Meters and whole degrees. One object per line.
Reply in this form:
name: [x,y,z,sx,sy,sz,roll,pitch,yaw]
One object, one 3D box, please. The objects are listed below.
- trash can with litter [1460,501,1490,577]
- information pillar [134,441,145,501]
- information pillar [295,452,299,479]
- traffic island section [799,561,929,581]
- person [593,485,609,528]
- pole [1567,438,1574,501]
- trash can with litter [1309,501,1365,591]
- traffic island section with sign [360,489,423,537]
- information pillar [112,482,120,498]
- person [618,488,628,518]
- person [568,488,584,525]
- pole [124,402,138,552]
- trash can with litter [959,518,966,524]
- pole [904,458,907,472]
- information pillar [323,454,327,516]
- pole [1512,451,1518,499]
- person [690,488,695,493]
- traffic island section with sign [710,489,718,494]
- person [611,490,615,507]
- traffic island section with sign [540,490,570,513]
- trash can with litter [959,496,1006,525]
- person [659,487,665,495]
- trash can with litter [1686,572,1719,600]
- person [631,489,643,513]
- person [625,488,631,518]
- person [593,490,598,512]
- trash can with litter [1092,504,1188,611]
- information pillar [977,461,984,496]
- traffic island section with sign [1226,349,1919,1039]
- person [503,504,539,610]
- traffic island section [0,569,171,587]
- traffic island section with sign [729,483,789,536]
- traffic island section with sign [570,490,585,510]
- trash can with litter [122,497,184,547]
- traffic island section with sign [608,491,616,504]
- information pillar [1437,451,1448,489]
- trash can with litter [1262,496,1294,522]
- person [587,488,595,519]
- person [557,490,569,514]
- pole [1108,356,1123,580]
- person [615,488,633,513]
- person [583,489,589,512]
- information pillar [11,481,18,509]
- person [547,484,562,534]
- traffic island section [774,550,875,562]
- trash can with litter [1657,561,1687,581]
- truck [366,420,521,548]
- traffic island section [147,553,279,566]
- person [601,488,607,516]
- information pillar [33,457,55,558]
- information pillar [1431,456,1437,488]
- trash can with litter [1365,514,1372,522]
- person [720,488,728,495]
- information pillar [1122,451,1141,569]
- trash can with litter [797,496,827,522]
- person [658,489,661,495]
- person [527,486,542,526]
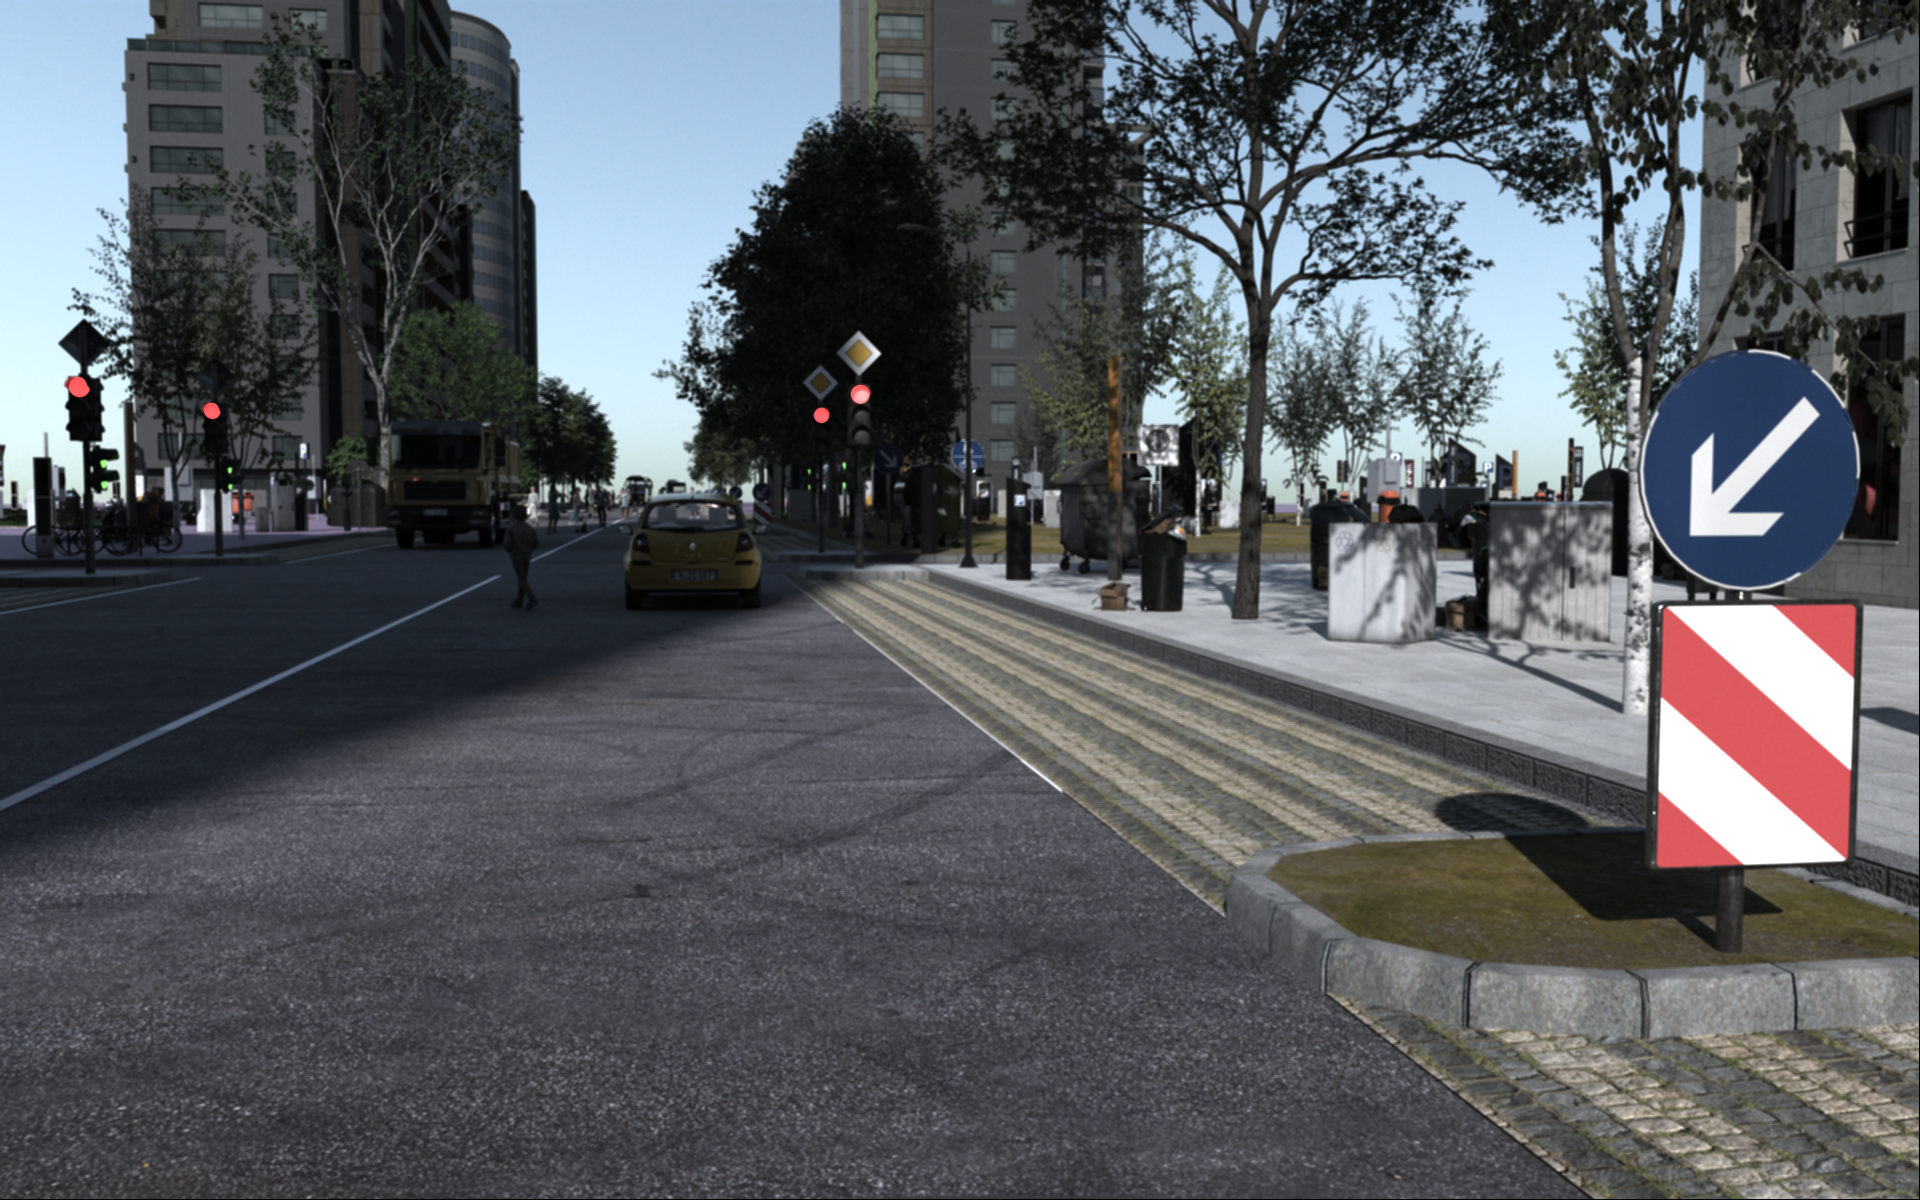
trash can with litter: [8.286,-0.936,26.683,1.055,1.170,0.624,-2,4,-28]
information pillar: [-36.407,-5.227,76.816,0.504,3.616,0.183,1,4,13]
information pillar: [-36.891,-6.428,96.459,0.183,3.616,0.504,0,4,-8]
traffic island section: [-1.717,-0.469,29.944,2.009,0.180,2.903,-1,4,-9]
person: [-15.161,-3.946,73.195,0.592,1.802,0.473,1,4,20]
pole: [22.284,-4.244,63.227,0.158,3.312,0.155,0,3,0]
trash can with litter: [5.031,-0.730,23.321,0.624,1.170,1.055,0,4,7]
traffic island section with sign: [-19.032,-3.041,58.341,1.989,1.847,2.006,-1,4,-9]
information pillar: [-50.697,-6.092,104.101,0.304,2.012,0.304,1,4,13]
person: [-20.249,-5.829,103.896,0.616,1.811,0.778,-2,4,-34]
person: [-17.617,-4.291,79.497,0.643,1.720,0.563,1,4,11]
pole: [-18.429,-2.730,38.481,0.158,3.312,0.155,0,3,0]
trash can with litter: [-0.184,-3.815,73.761,1.055,1.170,0.624,2,4,32]
pole: [-2.828,-5.879,89.972,0.158,3.312,0.155,0,3,0]
information pillar: [-36.725,-6.657,100.193,0.183,3.616,0.504,-1,4,-14]
pole: [26.089,-5.359,81.471,0.158,3.312,0.155,0,3,0]
person: [-15.784,-5.778,102.994,0.620,1.820,0.660,-3,5,-44]
traffic island section with sign: [-11.379,-4.787,86.902,1.989,1.847,2.006,-1,4,-9]
person: [-37.018,-10.759,184.278,0.599,1.838,0.709,-2,4,-28]
traffic island section with sign: [-31.412,-7.660,133.865,1.989,1.847,2.006,-1,4,-9]
trash can with litter: [0.877,-3.705,71.635,2.233,1.210,1.678,3,4,39]
person: [-14.586,-4.637,84.669,0.624,1.780,0.694,-3,5,-41]
trash can with litter: [7.461,-0.349,16.761,2.233,1.210,1.678,-3,5,-44]
person: [-24.107,-7.337,128.476,1.348,1.822,0.705,-2,4,-33]
person: [-20.218,-5.909,105.454,0.374,1.781,0.599,2,4,35]
person: [-28.517,-7.740,135.585,0.617,1.759,0.750,-1,4,-10]
trash can with litter: [1.980,-0.468,19.046,1.055,1.170,0.624,1,4,12]
information pillar: [1.313,-7.195,108.985,0.504,3.616,0.183,0,4,7]
traffic island section with sign: [1.943,0.191,5.509,1.989,1.847,2.006,-1,4,-9]
person: [-5.446,-0.531,21.456,0.640,1.303,0.475,3,4,37]
traffic island section: [-14.046,-0.346,27.938,2.009,0.180,2.903,-1,4,-9]
traffic island section with sign: [-7.026,-3.160,60.299,1.989,1.847,2.006,-1,4,-9]
traffic island section with sign: [-35.776,-9.293,160.561,1.989,1.847,2.006,-1,4,-9]
trash can with litter: [-20.071,-1.967,43.225,1.678,1.210,2.233,1,4,10]
traffic island section with sign: [-49.201,-14.309,242.577,1.989,1.847,2.006,-1,4,-9]
information pillar: [25.768,-6.162,92.104,0.504,3.616,0.183,1,4,23]
trash can with litter: [14.419,-4.185,79.484,1.678,1.210,2.233,-2,4,-29]
person: [-20.824,-5.416,97.538,0.515,1.767,0.782,0,4,1]
person: [-28.095,-6.929,122.306,1.217,1.766,0.721,1,4,23]
pole: [2.309,-1.951,25.738,0.158,3.312,0.155,0,3,0]
person: [-25.142,-7.424,129.520,1.348,1.869,0.705,-2,4,-25]
person: [-30.259,-8.058,140.381,0.705,1.807,1.348,1,4,9]
information pillar: [-53.464,-5.716,97.943,0.304,2.012,0.304,-1,4,-20]
person: [-14.533,-3.245,61.798,0.600,1.795,0.529,3,5,43]
traffic island section: [-3.008,-0.951,37.824,2.009,0.180,2.903,-1,4,-9]
trash can with litter: [10.770,-0.872,25.639,0.624,1.170,1.055,-1,4,-20]
truck: [-14.017,-3.198,48.211,3.469,3.379,9.791,-1,4,-9]
traffic island section: [-15.336,-0.828,35.818,2.009,0.180,2.903,-1,4,-9]
person: [-22.811,-6.235,110.650,0.583,1.804,0.606,0,4,-3]
information pillar: [-18.409,-1.854,34.805,0.304,2.012,0.304,-1,4,-22]
information pillar: [28.295,-6.847,103.307,0.504,3.616,0.183,3,5,42]
trash can with litter: [6.234,-0.934,26.654,0.624,1.170,1.055,-3,4,-39]
person: [-12.478,-5.074,91.939,0.782,1.767,0.515,1,4,14]
information pillar: [2.911,-1.551,29.851,0.304,2.012,0.304,-3,4,-36]
trash can with litter: [-6.800,-4.281,81.054,2.233,1.210,1.678,-3,5,-39]
person: [-25.713,-8.551,148.310,1.348,1.824,0.705,2,4,35]
person: [-18.896,-4.146,76.632,0.694,1.780,0.624,-2,4,-28]
